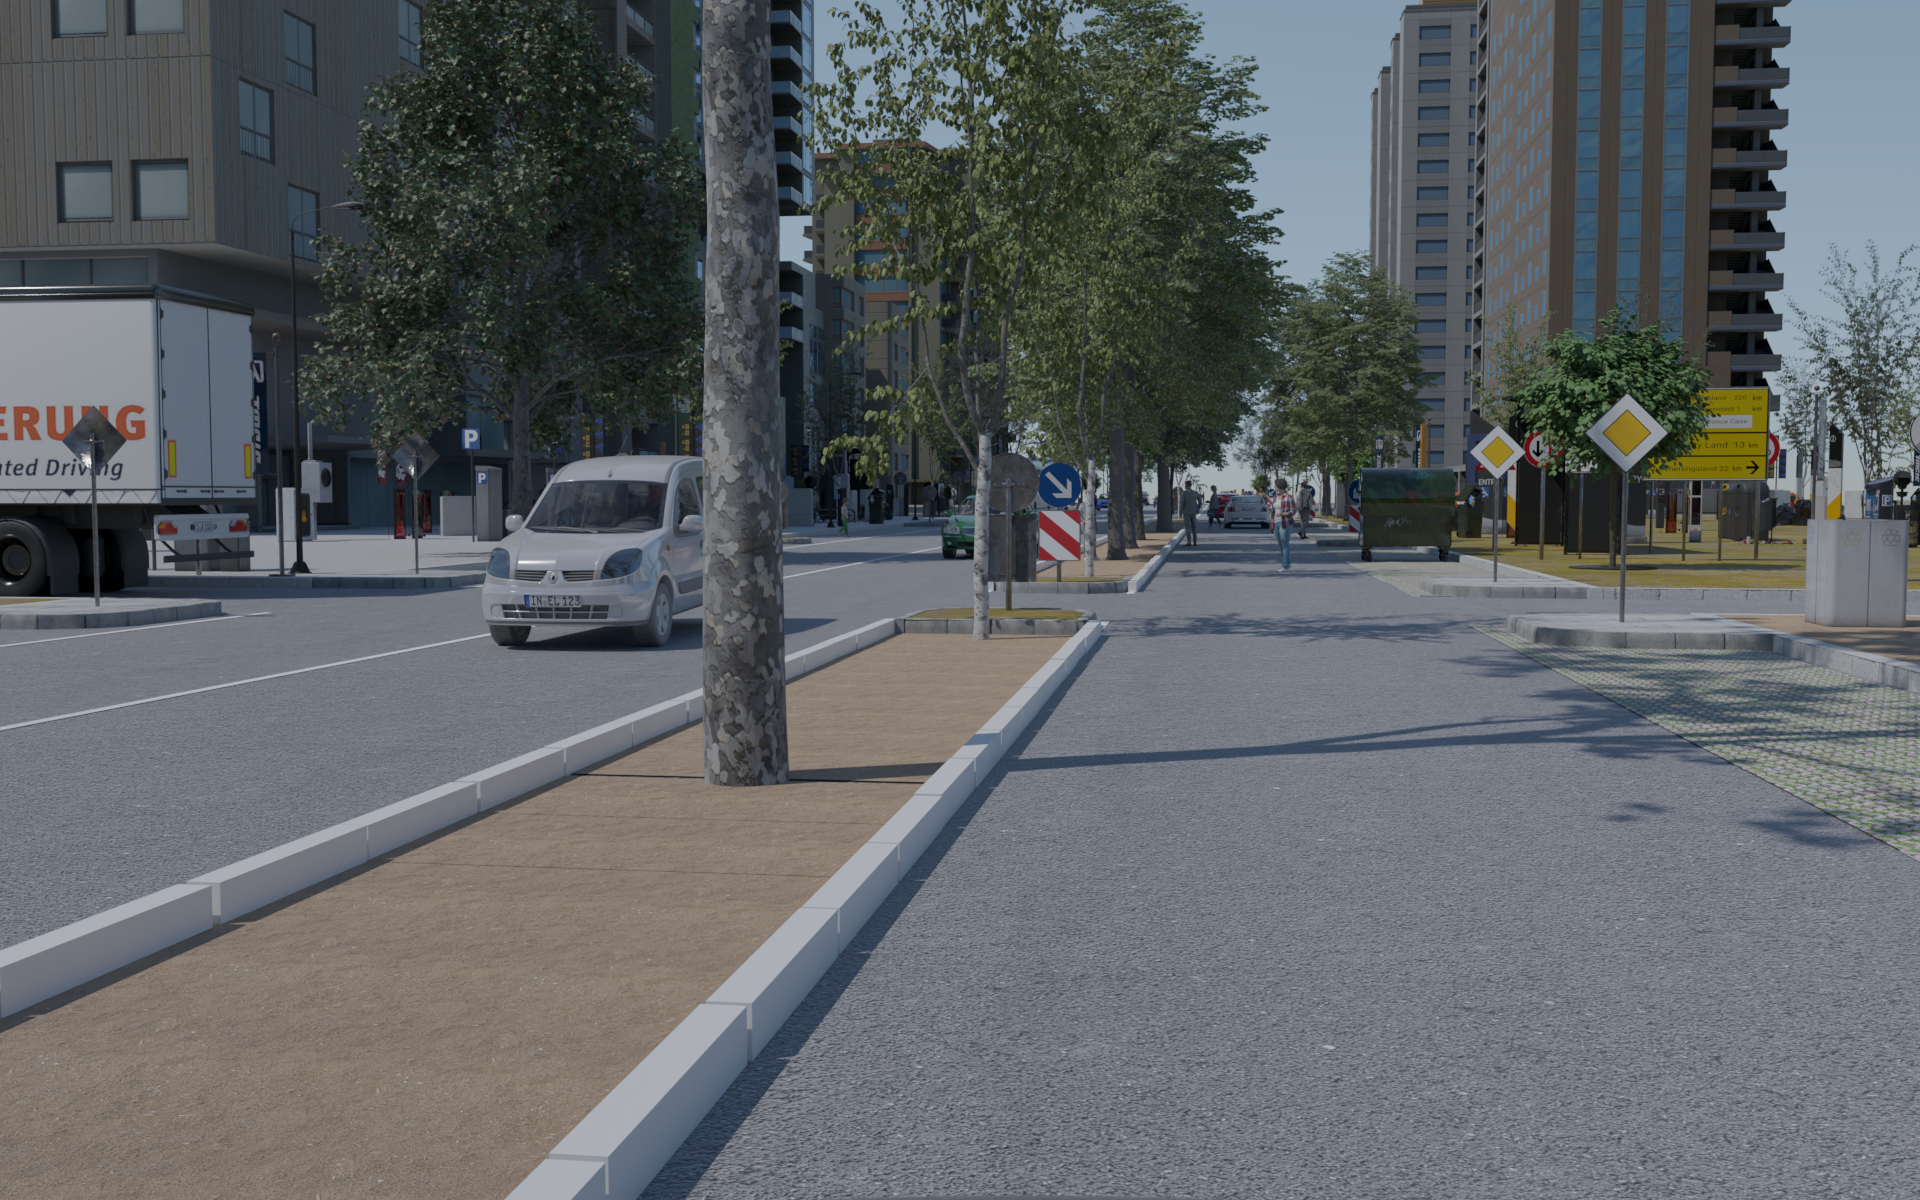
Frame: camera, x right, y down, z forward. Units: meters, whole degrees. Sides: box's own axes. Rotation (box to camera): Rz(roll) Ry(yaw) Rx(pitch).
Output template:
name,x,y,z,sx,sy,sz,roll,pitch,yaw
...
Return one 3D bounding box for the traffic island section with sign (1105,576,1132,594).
name,x,y,z,sx,sy,sz,roll,pitch,yaw
traffic island section with sign,1.541,-1.081,25.814,2.006,1.907,1.989,1,4,8

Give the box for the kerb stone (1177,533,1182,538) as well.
name,x,y,z,sx,sy,sz,roll,pitch,yaw
kerb stone,6.656,-1.889,53.113,0.120,0.150,1.000,1,4,8

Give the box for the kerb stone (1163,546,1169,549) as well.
name,x,y,z,sx,sy,sz,roll,pitch,yaw
kerb stone,4.695,-1.087,39.961,0.120,0.150,1.000,1,4,8

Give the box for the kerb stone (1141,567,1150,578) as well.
name,x,y,z,sx,sy,sz,roll,pitch,yaw
kerb stone,3.038,-0.403,28.794,0.120,0.150,1.000,1,4,8

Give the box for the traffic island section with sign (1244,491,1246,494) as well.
name,x,y,z,sx,sy,sz,roll,pitch,yaw
traffic island section with sign,34.224,-12.022,205.189,1.989,1.847,2.006,1,4,8

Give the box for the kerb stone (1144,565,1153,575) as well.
name,x,y,z,sx,sy,sz,roll,pitch,yaw
kerb stone,3.193,-0.465,29.804,0.120,0.150,1.000,1,4,8

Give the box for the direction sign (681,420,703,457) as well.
name,x,y,z,sx,sy,sz,roll,pitch,yaw
direction sign,-8.209,-3.748,53.279,0.876,3.537,0.379,2,4,30

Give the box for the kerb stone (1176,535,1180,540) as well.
name,x,y,z,sx,sy,sz,roll,pitch,yaw
kerb stone,6.356,-1.767,51.091,0.120,0.150,1.000,1,4,8

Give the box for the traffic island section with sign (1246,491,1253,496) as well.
name,x,y,z,sx,sy,sz,roll,pitch,yaw
traffic island section with sign,26.173,-8.702,150.912,1.989,1.847,2.006,1,4,8

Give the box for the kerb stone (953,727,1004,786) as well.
name,x,y,z,sx,sy,sz,roll,pitch,yaw
kerb stone,0.090,0.812,8.923,0.120,0.150,1.000,1,4,8

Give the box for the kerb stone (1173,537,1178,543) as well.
name,x,y,z,sx,sy,sz,roll,pitch,yaw
kerb stone,5.901,-1.581,48.055,0.120,0.150,1.000,1,4,8

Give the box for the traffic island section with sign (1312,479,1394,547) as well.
name,x,y,z,sx,sy,sz,roll,pitch,yaw
traffic island section with sign,10.821,-2.381,47.565,1.989,1.847,2.006,1,4,8

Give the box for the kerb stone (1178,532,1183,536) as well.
name,x,y,z,sx,sy,sz,roll,pitch,yaw
kerb stone,6.812,-1.953,54.123,0.120,0.150,1.000,1,4,8

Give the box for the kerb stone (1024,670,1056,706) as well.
name,x,y,z,sx,sy,sz,roll,pitch,yaw
kerb stone,0.540,0.625,11.979,0.120,0.150,1.000,1,4,8

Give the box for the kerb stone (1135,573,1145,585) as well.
name,x,y,z,sx,sy,sz,roll,pitch,yaw
kerb stone,2.735,-0.280,26.770,0.120,0.150,1.000,1,4,8

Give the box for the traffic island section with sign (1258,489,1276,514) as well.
name,x,y,z,sx,sy,sz,roll,pitch,yaw
traffic island section with sign,22.166,-7.053,123.948,1.989,1.847,2.006,1,4,8

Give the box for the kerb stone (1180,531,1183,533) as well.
name,x,y,z,sx,sy,sz,roll,pitch,yaw
kerb stone,6.954,-2.015,55.135,0.120,0.150,1.000,1,4,8

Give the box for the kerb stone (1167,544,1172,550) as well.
name,x,y,z,sx,sy,sz,roll,pitch,yaw
kerb stone,4.996,-1.205,41.983,0.120,0.150,1.000,1,4,8

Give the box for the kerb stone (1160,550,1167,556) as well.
name,x,y,z,sx,sy,sz,roll,pitch,yaw
kerb stone,4.396,-0.957,37.927,0.120,0.150,1.000,1,4,8

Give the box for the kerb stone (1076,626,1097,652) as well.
name,x,y,z,sx,sy,sz,roll,pitch,yaw
kerb stone,1.147,0.379,16.052,0.120,0.150,1.000,1,4,8

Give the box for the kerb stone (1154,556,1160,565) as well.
name,x,y,z,sx,sy,sz,roll,pitch,yaw
kerb stone,3.792,-0.714,33.875,0.120,0.150,1.000,1,4,8

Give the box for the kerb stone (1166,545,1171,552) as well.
name,x,y,z,sx,sy,sz,roll,pitch,yaw
kerb stone,4.847,-1.145,40.972,0.120,0.150,1.000,1,4,8

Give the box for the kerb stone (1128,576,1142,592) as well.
name,x,y,z,sx,sy,sz,roll,pitch,yaw
kerb stone,2.586,-0.218,25.759,0.120,0.150,1.000,1,4,8

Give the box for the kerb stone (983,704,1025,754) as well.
name,x,y,z,sx,sy,sz,roll,pitch,yaw
kerb stone,0.242,0.750,9.940,0.120,0.150,1.000,1,4,8

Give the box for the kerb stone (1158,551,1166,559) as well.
name,x,y,z,sx,sy,sz,roll,pitch,yaw
kerb stone,4.253,-0.892,36.911,0.120,0.150,1.000,1,4,8

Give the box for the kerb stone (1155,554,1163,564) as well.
name,x,y,z,sx,sy,sz,roll,pitch,yaw
kerb stone,3.954,-0.775,34.889,0.120,0.150,1.000,1,4,8

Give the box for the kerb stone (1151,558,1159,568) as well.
name,x,y,z,sx,sy,sz,roll,pitch,yaw
kerb stone,3.646,-0.646,32.864,0.120,0.150,1.000,1,4,8

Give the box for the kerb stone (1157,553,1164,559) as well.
name,x,y,z,sx,sy,sz,roll,pitch,yaw
kerb stone,4.103,-0.838,35.900,0.120,0.150,1.000,1,4,8

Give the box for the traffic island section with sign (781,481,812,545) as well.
name,x,y,z,sx,sy,sz,roll,pitch,yaw
traffic island section with sign,-5.365,-2.537,50.113,1.989,1.847,2.006,1,4,8

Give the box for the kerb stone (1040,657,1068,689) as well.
name,x,y,z,sx,sy,sz,roll,pitch,yaw
kerb stone,0.689,0.569,12.991,0.120,0.150,1.000,1,4,8

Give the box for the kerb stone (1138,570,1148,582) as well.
name,x,y,z,sx,sy,sz,roll,pitch,yaw
kerb stone,2.896,-0.339,27.779,0.120,0.150,1.000,1,4,8

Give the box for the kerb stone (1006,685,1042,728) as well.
name,x,y,z,sx,sy,sz,roll,pitch,yaw
kerb stone,0.392,0.687,10.956,0.120,0.150,1.000,1,4,8

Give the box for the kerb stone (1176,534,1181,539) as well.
name,x,y,z,sx,sy,sz,roll,pitch,yaw
kerb stone,6.503,-1.829,52.102,0.120,0.150,1.000,1,4,8

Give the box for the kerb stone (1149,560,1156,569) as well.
name,x,y,z,sx,sy,sz,roll,pitch,yaw
kerb stone,3.485,-0.588,31.842,0.120,0.150,1.000,1,4,8

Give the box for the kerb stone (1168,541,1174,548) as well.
name,x,y,z,sx,sy,sz,roll,pitch,yaw
kerb stone,5.310,-1.334,44.007,0.120,0.150,1.000,1,4,8

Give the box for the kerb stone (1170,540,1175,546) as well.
name,x,y,z,sx,sy,sz,roll,pitch,yaw
kerb stone,5.452,-1.396,45.019,0.120,0.150,1.000,1,4,8

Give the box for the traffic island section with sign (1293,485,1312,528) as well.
name,x,y,z,sx,sy,sz,roll,pitch,yaw
traffic island section with sign,14.825,-4.034,74.592,1.989,1.847,2.006,1,4,8

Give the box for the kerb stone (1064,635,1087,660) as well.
name,x,y,z,sx,sy,sz,roll,pitch,yaw
kerb stone,0.986,0.439,15.034,0.120,0.150,1.000,1,4,8

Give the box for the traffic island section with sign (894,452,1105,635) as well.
name,x,y,z,sx,sy,sz,roll,pitch,yaw
traffic island section with sign,0.443,-0.633,18.489,2.006,1.907,1.989,1,4,8

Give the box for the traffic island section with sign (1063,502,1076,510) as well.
name,x,y,z,sx,sy,sz,roll,pitch,yaw
traffic island section with sign,9.957,-8.844,153.232,1.989,1.847,2.006,1,4,8

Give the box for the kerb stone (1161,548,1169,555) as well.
name,x,y,z,sx,sy,sz,roll,pitch,yaw
kerb stone,4.557,-1.021,38.937,0.120,0.150,1.000,1,4,8

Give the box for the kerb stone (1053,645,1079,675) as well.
name,x,y,z,sx,sy,sz,roll,pitch,yaw
kerb stone,0.843,0.501,14.012,0.120,0.150,1.000,1,4,8

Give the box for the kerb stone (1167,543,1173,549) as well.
name,x,y,z,sx,sy,sz,roll,pitch,yaw
kerb stone,5.157,-1.269,42.997,0.120,0.150,1.000,1,4,8

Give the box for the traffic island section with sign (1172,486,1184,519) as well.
name,x,y,z,sx,sy,sz,roll,pitch,yaw
traffic island section with sign,12.574,-5.627,100.141,2.006,1.907,1.989,1,4,8

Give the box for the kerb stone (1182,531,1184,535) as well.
name,x,y,z,sx,sy,sz,roll,pitch,yaw
kerb stone,7.102,-2.072,56.148,0.120,0.150,1.000,1,4,8

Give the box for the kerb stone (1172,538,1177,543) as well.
name,x,y,z,sx,sy,sz,roll,pitch,yaw
kerb stone,5.756,-1.520,47.041,0.120,0.150,1.000,1,4,8

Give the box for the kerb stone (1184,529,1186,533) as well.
name,x,y,z,sx,sy,sz,roll,pitch,yaw
kerb stone,7.554,-2.259,59.184,0.120,0.150,1.000,1,4,8

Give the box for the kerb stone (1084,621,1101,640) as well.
name,x,y,z,sx,sy,sz,roll,pitch,yaw
kerb stone,1.298,0.314,17.069,0.120,0.150,1.000,1,4,8

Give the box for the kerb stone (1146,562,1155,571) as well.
name,x,y,z,sx,sy,sz,roll,pitch,yaw
kerb stone,3.339,-0.528,30.823,0.120,0.150,1.000,1,4,8

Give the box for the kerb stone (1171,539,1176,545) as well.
name,x,y,z,sx,sy,sz,roll,pitch,yaw
kerb stone,5.606,-1.458,46.031,0.120,0.150,1.000,1,4,8

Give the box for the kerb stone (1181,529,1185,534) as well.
name,x,y,z,sx,sy,sz,roll,pitch,yaw
kerb stone,7.404,-2.199,58.172,0.120,0.150,1.000,1,4,8

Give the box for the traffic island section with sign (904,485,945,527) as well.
name,x,y,z,sx,sy,sz,roll,pitch,yaw
traffic island section with sign,-1.364,-4.182,76.998,1.989,1.847,2.006,1,4,8

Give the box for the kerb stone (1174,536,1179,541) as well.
name,x,y,z,sx,sy,sz,roll,pitch,yaw
kerb stone,6.056,-1.644,49.069,0.120,0.150,1.000,1,4,8
